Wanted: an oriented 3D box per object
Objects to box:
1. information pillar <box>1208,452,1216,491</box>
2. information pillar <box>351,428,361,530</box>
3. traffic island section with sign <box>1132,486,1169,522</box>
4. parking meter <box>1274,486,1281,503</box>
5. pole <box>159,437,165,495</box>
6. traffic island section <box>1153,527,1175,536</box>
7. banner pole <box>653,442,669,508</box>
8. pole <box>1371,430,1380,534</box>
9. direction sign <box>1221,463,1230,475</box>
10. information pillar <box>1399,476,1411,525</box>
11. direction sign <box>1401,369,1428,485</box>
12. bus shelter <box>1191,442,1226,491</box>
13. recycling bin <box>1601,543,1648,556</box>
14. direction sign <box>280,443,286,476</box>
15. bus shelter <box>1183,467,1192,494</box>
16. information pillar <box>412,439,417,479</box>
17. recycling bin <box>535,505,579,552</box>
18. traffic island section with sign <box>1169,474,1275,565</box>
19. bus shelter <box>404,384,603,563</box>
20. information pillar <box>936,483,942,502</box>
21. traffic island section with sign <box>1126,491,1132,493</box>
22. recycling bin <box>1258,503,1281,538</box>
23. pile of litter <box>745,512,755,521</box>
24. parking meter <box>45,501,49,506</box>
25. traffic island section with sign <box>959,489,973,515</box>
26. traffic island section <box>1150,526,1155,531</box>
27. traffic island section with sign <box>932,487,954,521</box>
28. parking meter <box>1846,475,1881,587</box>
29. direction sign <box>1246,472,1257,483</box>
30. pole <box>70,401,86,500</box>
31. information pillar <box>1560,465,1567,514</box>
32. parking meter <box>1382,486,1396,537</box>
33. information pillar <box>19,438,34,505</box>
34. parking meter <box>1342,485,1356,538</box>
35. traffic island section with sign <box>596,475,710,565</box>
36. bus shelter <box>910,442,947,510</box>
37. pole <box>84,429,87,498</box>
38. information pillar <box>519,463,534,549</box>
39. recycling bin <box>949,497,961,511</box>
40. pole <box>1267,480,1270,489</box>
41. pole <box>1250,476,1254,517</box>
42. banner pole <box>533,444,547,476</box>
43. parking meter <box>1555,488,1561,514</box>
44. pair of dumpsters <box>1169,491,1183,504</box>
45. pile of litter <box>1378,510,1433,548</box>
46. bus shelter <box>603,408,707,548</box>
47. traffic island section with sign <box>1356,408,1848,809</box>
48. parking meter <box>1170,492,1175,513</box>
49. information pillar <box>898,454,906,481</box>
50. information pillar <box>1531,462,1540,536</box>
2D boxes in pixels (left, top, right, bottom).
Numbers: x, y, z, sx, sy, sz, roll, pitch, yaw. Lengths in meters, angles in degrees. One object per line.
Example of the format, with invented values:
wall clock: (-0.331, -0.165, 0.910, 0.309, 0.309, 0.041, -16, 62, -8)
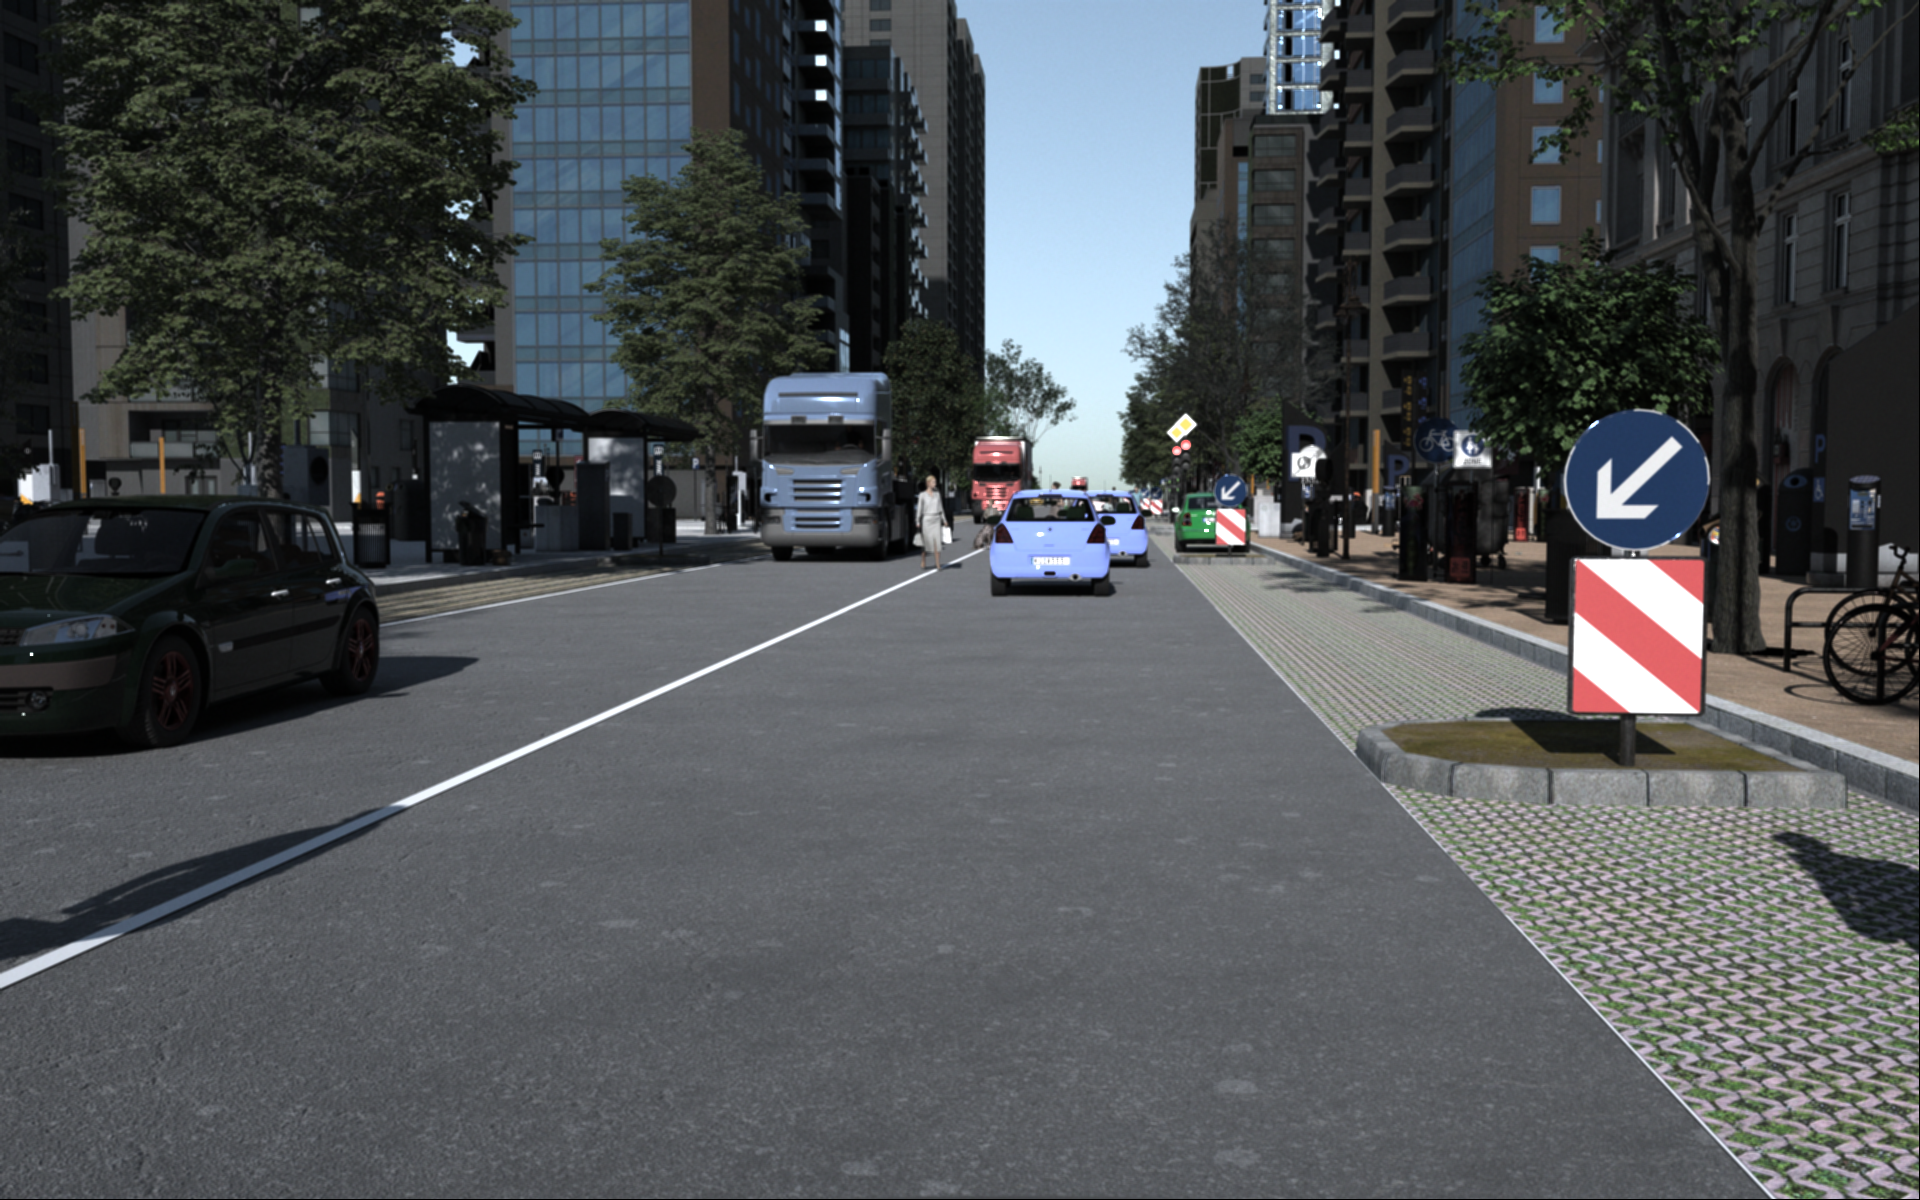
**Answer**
information pillar: (13.799, -6.343, 95.061, 0.504, 3.616, 0.183, -1, 4, -22)
information pillar: (-21.333, -4.270, 61.174, 0.504, 3.616, 0.183, 3, 5, 44)
traffic island section with sign: (10.085, -4.982, 90.088, 1.989, 1.847, 2.006, 0, 4, 5)
parking meter: (9.749, -2.713, 52.763, 0.372, 1.533, 0.369, 0, 3, 0)
pole: (-28.742, -4.195, 62.438, 0.158, 3.312, 0.155, 0, 3, 0)
traffic island section: (7.849, -2.325, 60.295, 2.009, 0.180, 2.903, 0, 4, 5)
banner pole: (-13.124, -5.286, 76.442, 0.863, 3.779, 0.401, 0, 4, 2)
pole: (13.198, -3.740, 54.987, 0.158, 3.312, 0.155, 0, 3, 0)
direction sign: (19.068, -8.099, 124.417, 0.379, 3.537, 0.876, -3, 5, -40)
information pillar: (18.231, -4.066, 70.977, 0.304, 2.012, 0.304, -2, 4, -30)
direction sign: (8.304, -2.430, 31.729, 0.379, 3.537, 0.876, 3, 5, 44)
bus shelter: (16.232, -8.357, 114.268, 2.179, 5.291, 8.768, 0, 4, 5)
recycling bin: (13.626, -1.408, 35.571, 0.722, 1.027, 0.722, -2, 4, -25)
direction sign: (-30.187, -5.172, 76.556, 0.876, 3.537, 0.379, -3, 5, -43)
bus shelter: (16.351, -8.000, 122.082, 1.731, 3.624, 6.357, 0, 4, 5)
information pillar: (-23.184, -5.036, 73.689, 0.183, 3.616, 0.504, -2, 4, -32)
recycling bin: (-8.985, -1.594, 38.622, 0.722, 1.027, 0.722, 1, 4, 19)
traffic island section with sign: (5.414, -1.656, 35.707, 1.989, 1.847, 2.006, 0, 4, 5)
bus shelter: (-8.998, -2.489, 34.614, 2.014, 3.302, 5.546, 0, 4, 5)
information pillar: (-1.414, -6.859, 116.644, 0.304, 2.012, 0.304, 3, 5, 44)
traffic island section with sign: (12.472, -6.687, 117.952, 1.989, 1.847, 2.006, 0, 4, 5)
recycling bin: (9.192, -2.348, 50.949, 0.722, 1.027, 0.722, 1, 4, 19)
pile of litter: (-10.552, -4.318, 84.566, 1.176, 0.858, 1.719, -2, 4, -30)
parking meter: (-42.478, -4.589, 80.749, 0.399, 1.863, 0.255, 3, 4, 36)
traffic island section with sign: (0.956, -6.747, 118.948, 1.989, 1.847, 2.006, 0, 4, 5)
traffic island section: (8.533, -2.812, 68.251, 2.009, 0.180, 2.903, 0, 4, 5)
traffic island section with sign: (-1.353, -5.103, 92.054, 1.989, 1.847, 2.006, 0, 4, 5)
parking meter: (11.790, -0.868, 22.606, 0.372, 1.533, 0.369, 0, 3, 0)
direction sign: (21.216, -8.208, 126.204, 0.876, 3.537, 0.379, 2, 4, 25)
pole: (-19.521, -2.717, 38.268, 0.158, 3.312, 0.155, 0, 3, 0)
information pillar: (24.469, -4.796, 69.774, 0.504, 3.616, 0.183, 2, 4, 30)
parking meter: (12.934, -2.680, 52.228, 0.372, 1.533, 0.369, 0, 3, 0)
information pillar: (-38.738, -4.927, 71.908, 0.504, 3.616, 0.183, -1, 4, -11)
parking meter: (11.290, -2.560, 50.261, 0.372, 1.533, 0.369, 0, 3, 0)
traffic island section with sign: (-6.215, -1.643, 35.496, 1.989, 1.847, 2.006, 0, 4, 5)
bus shelter: (-2.135, -8.827, 121.952, 2.179, 5.291, 8.768, 0, 4, 5)
pole: (-27.303, -3.673, 53.903, 0.158, 3.312, 0.155, 0, 3, 0)
information pillar: (-10.192, -2.213, 40.680, 0.304, 2.012, 0.304, 0, 4, -1)
recycling bin: (-0.372, -7.073, 128.204, 0.722, 1.027, 0.722, 3, 4, 38)
pole: (21.432, -7.743, 120.441, 0.158, 3.312, 0.155, 0, 3, 0)
pole: (16.456, -6.341, 97.514, 0.158, 3.312, 0.155, 0, 3, 0)
banner pole: (-20.855, -5.885, 86.240, 0.863, 3.779, 0.401, -2, 4, -25)
parking meter: (24.444, -3.800, 70.535, 0.372, 1.533, 0.369, 0, 3, 0)
pair of dumpsters: (17.870, -8.486, 141.234, 1.574, 2.255, 4.437, 0, 4, 5)
pile of litter: (10.901, -1.688, 41.559, 1.176, 0.858, 1.719, -1, 4, -15)
bus shelter: (-8.003, -3.043, 43.685, 2.014, 3.302, 5.546, 0, 4, 5)
traffic island section with sign: (3.108, -0.014, 8.851, 1.989, 1.847, 2.006, 0, 4, 5)
parking meter: (14.625, -6.777, 119.222, 0.372, 1.533, 0.369, 0, 3, 0)
information pillar: (-3.378, -6.709, 101.039, 0.504, 3.616, 0.183, 0, 4, -7)
information pillar: (17.580, -3.756, 52.771, 0.183, 3.616, 0.504, 0, 4, 7)
